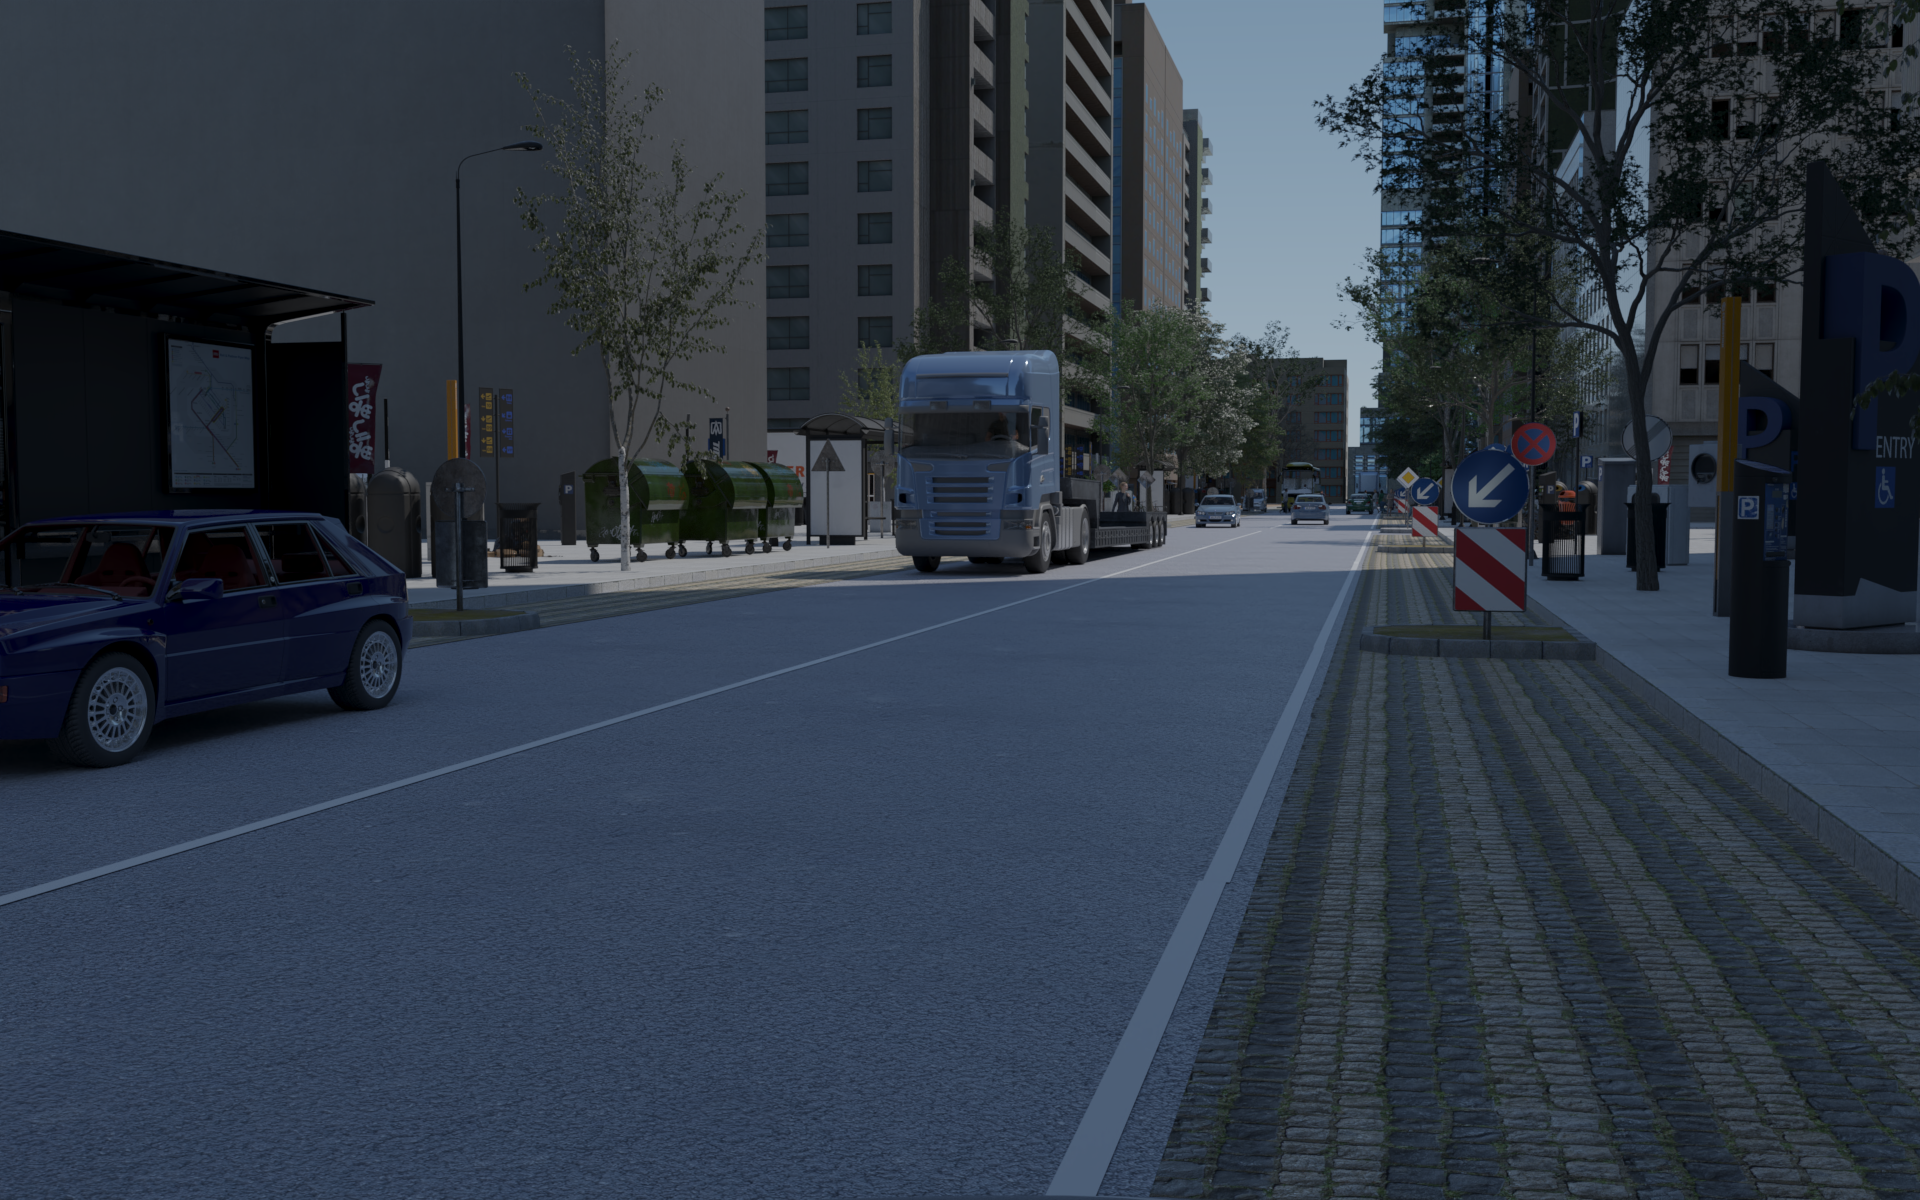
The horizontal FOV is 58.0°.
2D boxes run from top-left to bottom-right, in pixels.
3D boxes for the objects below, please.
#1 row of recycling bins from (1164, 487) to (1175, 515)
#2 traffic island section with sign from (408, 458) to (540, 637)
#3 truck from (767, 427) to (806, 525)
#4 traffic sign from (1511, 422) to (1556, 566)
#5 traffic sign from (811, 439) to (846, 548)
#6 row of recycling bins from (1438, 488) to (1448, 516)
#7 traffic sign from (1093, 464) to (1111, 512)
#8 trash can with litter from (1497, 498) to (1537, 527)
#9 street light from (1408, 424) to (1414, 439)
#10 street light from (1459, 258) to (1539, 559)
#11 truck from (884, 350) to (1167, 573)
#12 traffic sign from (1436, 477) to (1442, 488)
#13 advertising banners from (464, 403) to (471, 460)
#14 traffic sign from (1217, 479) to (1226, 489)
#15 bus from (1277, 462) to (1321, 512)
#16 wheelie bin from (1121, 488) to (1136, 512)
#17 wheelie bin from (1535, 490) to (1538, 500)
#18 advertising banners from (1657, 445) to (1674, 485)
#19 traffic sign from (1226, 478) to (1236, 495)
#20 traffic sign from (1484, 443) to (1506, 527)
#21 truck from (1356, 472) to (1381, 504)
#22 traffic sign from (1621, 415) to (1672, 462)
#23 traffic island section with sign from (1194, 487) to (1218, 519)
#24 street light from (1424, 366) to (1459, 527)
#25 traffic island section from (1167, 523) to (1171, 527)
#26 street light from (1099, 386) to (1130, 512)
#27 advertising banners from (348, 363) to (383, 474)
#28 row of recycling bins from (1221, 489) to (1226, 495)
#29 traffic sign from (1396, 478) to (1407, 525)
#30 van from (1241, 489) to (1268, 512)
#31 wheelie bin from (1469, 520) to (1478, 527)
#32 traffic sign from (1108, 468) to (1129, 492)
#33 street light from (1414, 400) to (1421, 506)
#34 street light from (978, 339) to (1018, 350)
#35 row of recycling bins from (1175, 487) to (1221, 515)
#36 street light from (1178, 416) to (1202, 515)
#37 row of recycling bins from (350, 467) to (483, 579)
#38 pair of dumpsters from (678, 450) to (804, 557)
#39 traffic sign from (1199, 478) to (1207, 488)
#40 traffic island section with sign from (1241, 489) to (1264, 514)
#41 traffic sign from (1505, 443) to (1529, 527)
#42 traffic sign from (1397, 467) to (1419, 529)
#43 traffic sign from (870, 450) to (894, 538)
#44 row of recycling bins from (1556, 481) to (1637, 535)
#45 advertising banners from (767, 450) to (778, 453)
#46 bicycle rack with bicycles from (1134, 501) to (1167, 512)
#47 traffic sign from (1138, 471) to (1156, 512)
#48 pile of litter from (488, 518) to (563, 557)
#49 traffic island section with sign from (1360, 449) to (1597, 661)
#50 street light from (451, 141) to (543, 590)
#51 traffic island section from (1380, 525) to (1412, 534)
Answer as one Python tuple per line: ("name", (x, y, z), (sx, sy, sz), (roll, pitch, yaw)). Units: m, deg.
("row of recycling bins", (12.584, -6.434, 112.311), (1.069, 1.692, 3.534), (2, 4, 29))
("traffic island section with sign", (-5.558, -0.588, 18.239), (1.989, 1.847, 2.006), (1, 4, 14))
("truck", (-9.937, -5.264, 74.972), (11.283, 4.237, 2.839), (1, 4, 16))
("traffic sign", (10.192, -1.879, 30.829), (0.768, 2.556, 0.104), (1, 4, 18))
("traffic sign", (-3.108, -2.493, 40.761), (0.884, 2.594, 0.081), (1, 4, 21))
("row of recycling bins", (30.649, -6.133, 107.379), (1.069, 1.692, 3.534), (0, 4, -7))
("traffic sign", (6.072, -4.532, 74.207), (0.768, 2.556, 0.104), (1, 4, 19))
("trash can with litter", (13.315, -1.861, 41.820), (1.055, 1.170, 0.624), (-3, 5, -43))
("street light", (30.554, -8.682, 114.487), (1.470, 5.913, 1.316), (1, 4, 14))
("street light", (10.714, -3.766, 34.113), (1.470, 5.913, 1.316), (1, 4, 14))
("truck", (2.148, -2.969, 38.310), (2.967, 4.110, 18.799), (1, 4, 14))
("traffic sign", (31.974, -6.957, 114.937), (0.795, 2.450, 0.064), (1, 4, 18))
("advertising banners", (-10.005, -2.319, 34.111), (0.090, 3.025, 2.074), (-3, 4, -36))
("traffic sign", (22.412, -9.067, 148.352), (0.768, 2.556, 0.104), (1, 4, 22))
("bus", (27.151, -8.950, 137.873), (2.896, 3.916, 12.252), (1, 4, 14))
("wheelie bin", (8.655, -5.006, 89.751), (0.980, 1.594, 0.693), (1, 4, 17))
("wheelie bin", (39.741, -6.830, 119.572), (0.693, 1.594, 0.980), (0, 4, 5))
("advertising banners", (24.592, -4.052, 62.443), (2.074, 3.025, 0.090), (1, 4, 16))
("traffic sign", (21.625, -8.450, 138.267), (0.768, 2.556, 0.104), (1, 4, 15))
("traffic sign", (13.463, -2.659, 43.587), (0.768, 2.556, 0.104), (1, 4, 19))
("truck", (48.482, -13.204, 205.636), (2.967, 4.110, 18.799), (1, 4, 13))
("traffic sign", (11.019, -1.697, 27.857), (0.768, 2.556, 0.104), (1, 4, 16))
("traffic island section with sign", (14.599, -5.580, 99.861), (1.989, 1.847, 2.006), (1, 4, 14))
("street light", (17.738, -5.533, 63.012), (1.470, 5.913, 1.316), (1, 4, 14))
("traffic island section", (7.982, -3.192, 74.474), (2.009, 0.180, 2.903), (1, 4, 14))
("street light", (6.610, -6.253, 74.774), (1.470, 5.913, 1.316), (1, 4, 14))
("advertising banners", (-8.650, -1.629, 22.819), (2.074, 3.025, 0.090), (-2, 4, -29))
("row of recycling bins", (21.453, -8.417, 144.735), (1.069, 1.692, 3.534), (1, 4, 23))
("traffic sign", (18.483, -4.169, 71.810), (0.795, 2.450, 0.064), (1, 4, 14))
("van", (22.769, -7.752, 133.763), (2.013, 2.044, 4.112), (1, 4, 14))
("wheelie bin", (18.307, -3.238, 60.854), (0.980, 1.594, 0.693), (3, 5, 44))
("traffic sign", (6.093, -3.854, 66.653), (0.795, 2.450, 0.064), (1, 4, 14))
("street light", (23.181, -6.884, 85.086), (1.470, 5.913, 1.316), (1, 4, 14))
("street light", (1.054, -4.874, 52.234), (1.470, 5.913, 1.316), (1, 4, 14))
("row of recycling bins", (16.132, -6.808, 118.416), (3.534, 1.692, 1.069), (-3, 5, -43))
("street light", (13.798, -8.029, 103.820), (1.470, 5.913, 1.316), (1, 4, 14))
("row of recycling bins", (-9.081, -1.194, 26.633), (3.534, 1.692, 1.069), (0, 4, 1))
("pair of dumpsters", (-4.758, -2.110, 36.987), (1.574, 2.255, 4.437), (1, 4, 14))
("traffic sign", (18.972, -8.286, 135.577), (0.768, 2.556, 0.104), (1, 4, 14))
("traffic island section with sign", (21.290, -7.241, 127.014), (1.989, 1.847, 2.006), (1, 4, 14))
("traffic sign", (13.066, -2.463, 40.381), (0.768, 2.556, 0.104), (2, 4, 23))
("traffic sign", (16.570, -3.695, 64.057), (0.795, 2.450, 0.064), (1, 4, 14))
("traffic sign", (-2.264, -3.060, 50.139), (0.768, 2.556, 0.104), (1, 4, 23))
("row of recycling bins", (19.966, -2.889, 54.351), (1.069, 1.692, 3.534), (-3, 5, -44))
("advertising banners", (-8.243, -4.445, 68.857), (2.074, 3.025, 0.090), (0, 4, 6))
("bicycle rack with bicycles", (10.086, -4.991, 94.980), (2.852, 0.926, 2.925), (-1, 4, -21))
("traffic sign", (8.007, -4.328, 74.407), (0.795, 2.450, 0.064), (1, 4, 14))
("pile of litter", (-9.016, -1.308, 35.350), (1.719, 0.858, 1.176), (1, 4, 17))
("traffic island section with sign", (4.718, -0.447, 15.944), (1.989, 1.847, 2.006), (1, 4, 14))
("street light", (-6.159, -3.090, 23.058), (1.470, 5.913, 1.316), (1, 4, 14))
("traffic island section", (16.594, -2.559, 64.128), (2.009, 0.180, 2.903), (1, 4, 14))
